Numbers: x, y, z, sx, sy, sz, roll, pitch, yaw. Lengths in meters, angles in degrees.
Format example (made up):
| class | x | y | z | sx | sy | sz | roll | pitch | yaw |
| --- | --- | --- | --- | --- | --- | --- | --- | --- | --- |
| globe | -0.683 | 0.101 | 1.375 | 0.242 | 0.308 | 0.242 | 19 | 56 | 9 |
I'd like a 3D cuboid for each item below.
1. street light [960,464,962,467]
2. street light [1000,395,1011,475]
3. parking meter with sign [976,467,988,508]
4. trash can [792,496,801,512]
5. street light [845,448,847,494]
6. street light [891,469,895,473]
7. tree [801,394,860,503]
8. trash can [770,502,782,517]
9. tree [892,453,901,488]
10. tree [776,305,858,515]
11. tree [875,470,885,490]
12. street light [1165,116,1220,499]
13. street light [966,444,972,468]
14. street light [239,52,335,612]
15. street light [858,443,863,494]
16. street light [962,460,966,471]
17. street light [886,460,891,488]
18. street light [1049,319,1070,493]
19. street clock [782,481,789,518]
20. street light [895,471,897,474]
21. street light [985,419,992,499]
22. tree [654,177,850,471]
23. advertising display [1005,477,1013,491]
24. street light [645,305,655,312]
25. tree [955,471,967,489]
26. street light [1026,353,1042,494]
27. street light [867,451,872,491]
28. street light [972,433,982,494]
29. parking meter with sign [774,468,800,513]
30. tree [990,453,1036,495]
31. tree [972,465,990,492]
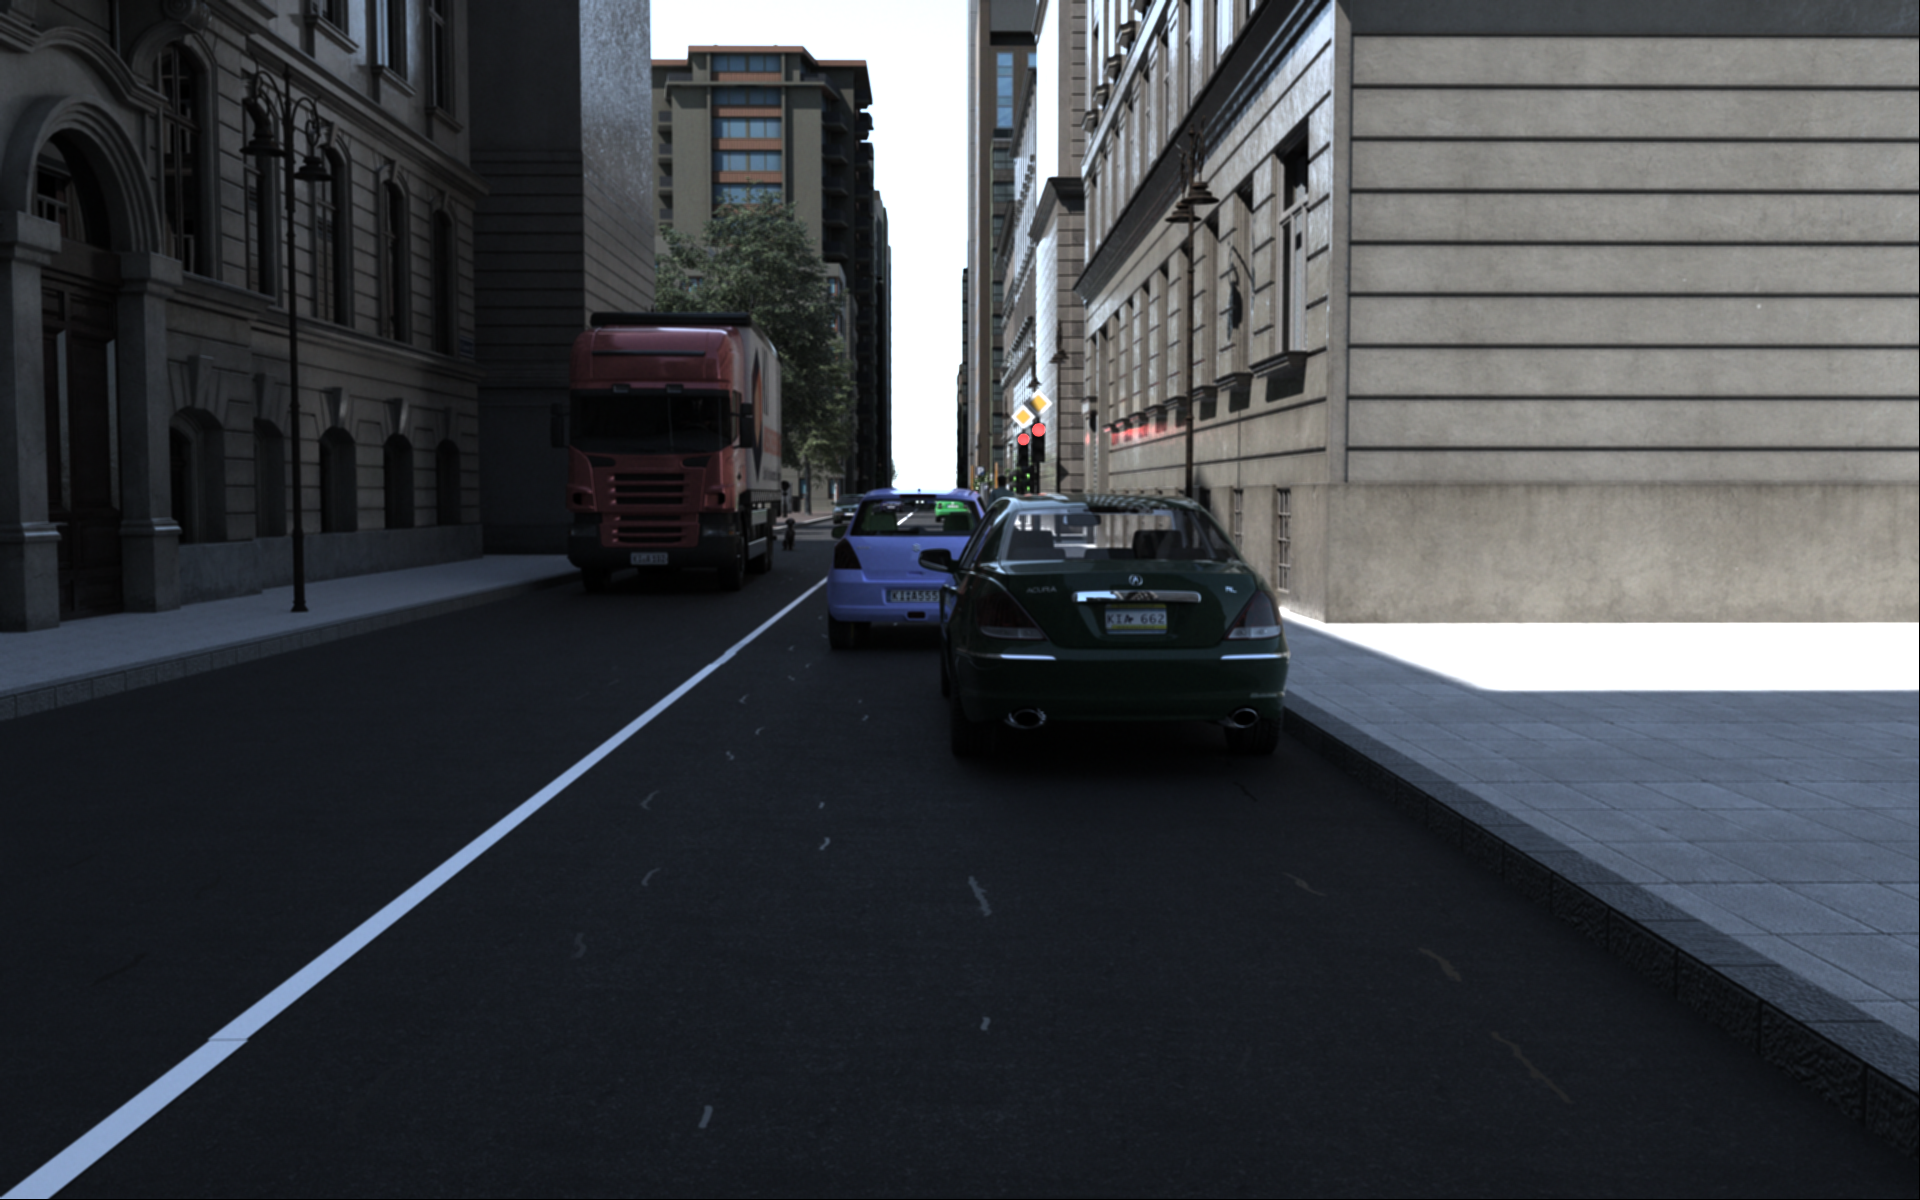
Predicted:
| class | x | y | z | sx | sy | sz | roll | pitch | yaw |
| --- | --- | --- | --- | --- | --- | --- | --- | --- | --- |
| street light | 0.373 | -14.236 | 205.545 | 0.468 | 5.910 | 1.993 | 0 | 4 | -1 |
| street light | 2.123 | -6.590 | 80.541 | 0.468 | 5.910 | 1.993 | 0 | 4 | -1 |
| parking meter with sign | 1.539 | -6.919 | 109.394 | 0.543 | 3.016 | 1.738 | -1 | 4 | -17 |
| trash can | -11.559 | -6.770 | 122.346 | 0.748 | 1.137 | 0.748 | 0 | 3 | 0 |
| street light | -8.623 | -9.668 | 130.851 | 0.468 | 5.910 | 1.993 | 0 | 4 | -1 |
| street light | -10.391 | -17.660 | 261.534 | 0.468 | 5.910 | 1.993 | 0 | 4 | -1 |
| tree | -8.660 | -10.325 | 119.182 | 4.360 | 8.622 | 3.978 | 0 | 3 | 0 |
| trash can | -10.213 | -5.164 | 96.082 | 0.748 | 1.137 | 0.748 | 0 | 3 | 0 |
| tree | -11.601 | -20.720 | 289.140 | 4.737 | 8.622 | 4.395 | 0 | 3 | 0 |
| tree | -9.471 | -11.376 | 104.121 | 7.486 | 12.596 | 7.792 | 0 | 3 | 0 |
| tree | -10.578 | -13.645 | 206.816 | 4.285 | 4.588 | 4.351 | 0 | 3 | 0 |
| street light | 2.886 | -2.993 | 21.719 | 0.468 | 5.910 | 1.993 | 0 | 4 | -1 |
| street light | 1.019 | -11.277 | 157.174 | 0.468 | 5.910 | 1.993 | 0 | 4 | -1 |
| street light | -7.211 | -2.810 | 18.733 | 0.468 | 5.910 | 1.993 | 0 | 4 | -1 |
| street light | -8.921 | -11.122 | 154.624 | 0.468 | 5.910 | 1.993 | 0 | 4 | -1 |
| street light | 0.729 | -12.763 | 181.461 | 0.468 | 5.910 | 1.993 | 0 | 4 | -1 |
| street light | -10.065 | -16.206 | 237.761 | 0.468 | 5.910 | 1.993 | 0 | 4 | -1 |
| street light | 2.617 | -4.469 | 45.854 | 0.468 | 5.910 | 1.993 | 0 | 4 | -1 |
| street clock | -9.548 | -5.493 | 94.384 | 0.471 | 2.002 | 0.358 | 1 | 4 | 21 |
| street light | -10.665 | -19.114 | 285.308 | 0.468 | 5.910 | 1.993 | 0 | 4 | -1 |
| street light | 1.735 | -8.068 | 104.706 | 0.468 | 5.910 | 1.993 | 0 | 4 | -1 |
| tree | -9.111 | -10.085 | 71.542 | 9.857 | 13.997 | 8.962 | 0 | 3 | 0 |
| advertising display | 1.811 | -3.621 | 64.416 | 0.123 | 1.923 | 0.974 | -1 | 4 | -8 |
| street light | -7.515 | -4.264 | 42.506 | 0.468 | 5.910 | 1.993 | 0 | 4 | -1 |
| tree | 0.947 | -14.005 | 212.687 | 4.285 | 4.588 | 4.351 | 0 | 3 | 0 |
| street light | 2.417 | -5.136 | 56.767 | 0.468 | 5.910 | 1.993 | 0 | 4 | -1 |
| street light | -9.300 | -12.586 | 178.560 | 0.468 | 5.910 | 1.993 | 0 | 4 | -1 |
| street light | 1.396 | -9.811 | 133.193 | 0.468 | 5.910 | 1.993 | 0 | 4 | -1 |
| parking meter with sign | -11.512 | -7.261 | 114.977 | 1.738 | 3.016 | 0.543 | 0 | 4 | -4 |
| tree | 2.417 | -4.544 | 68.894 | 1.663 | 3.219 | 1.824 | 0 | 3 | 0 |
| tree | 1.527 | -7.385 | 115.342 | 1.663 | 3.219 | 1.824 | 0 | 3 | 0 |
